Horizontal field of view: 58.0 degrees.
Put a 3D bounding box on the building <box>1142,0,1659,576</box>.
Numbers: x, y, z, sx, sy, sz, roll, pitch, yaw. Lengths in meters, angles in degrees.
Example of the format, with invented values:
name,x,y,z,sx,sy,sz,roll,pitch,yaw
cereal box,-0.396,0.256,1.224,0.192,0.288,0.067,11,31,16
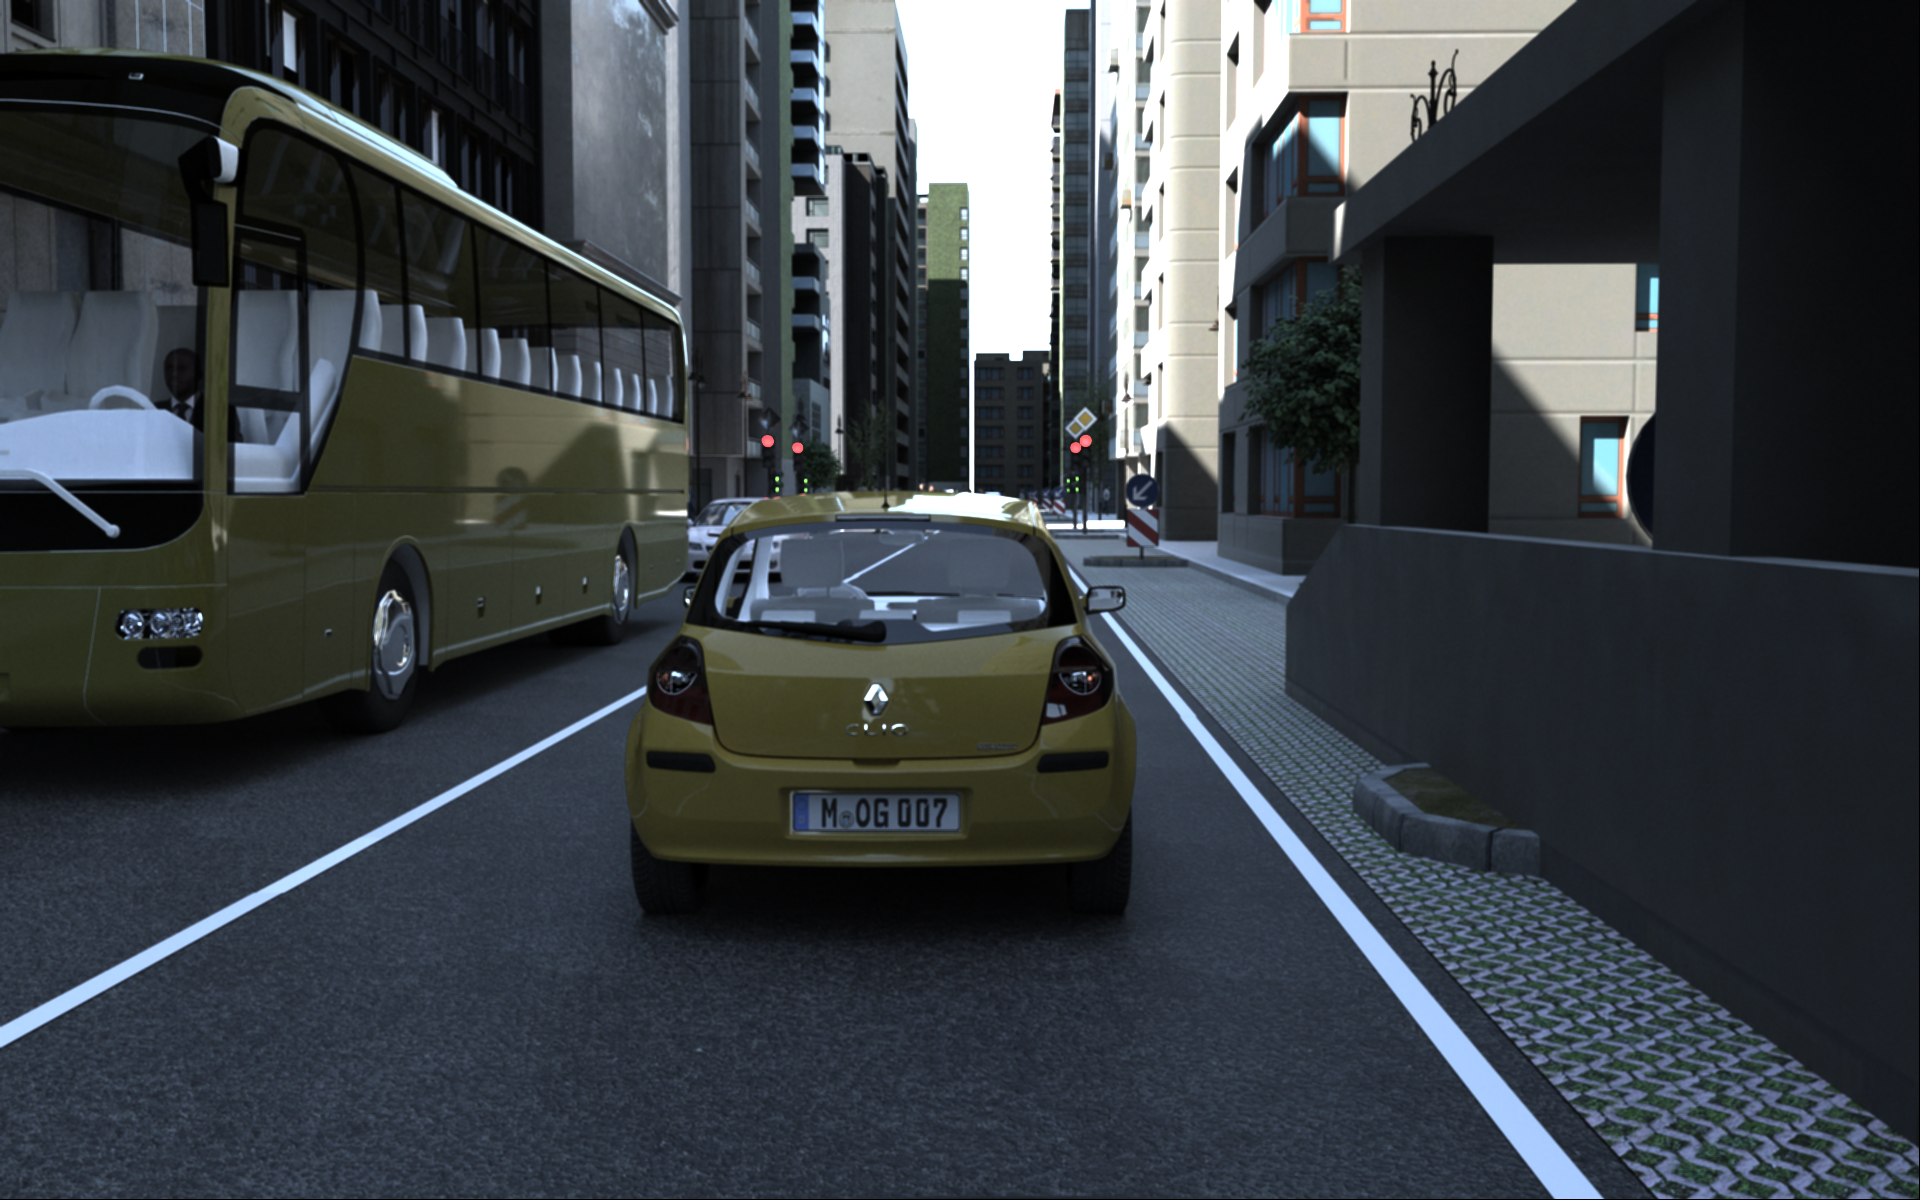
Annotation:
name,x,y,z,sx,sy,sz,roll,pitch,yaw
building,19.286,-11.965,40.667,27.650,21.520,28.899,0,4,2

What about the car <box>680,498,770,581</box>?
name,x,y,z,sx,sy,sz,roll,pitch,yaw
car,-3.694,-1.080,30.028,2.083,1.381,4.827,0,4,1

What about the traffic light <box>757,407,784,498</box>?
name,x,y,z,sx,sy,sz,roll,pitch,yaw
traffic light,-6.149,-4.103,56.008,0.839,4.253,0.868,0,4,2

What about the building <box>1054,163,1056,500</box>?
name,x,y,z,sx,sy,sz,roll,pitch,yaw
building,16.464,-29.383,164.001,14.154,41.232,14.086,0,4,2

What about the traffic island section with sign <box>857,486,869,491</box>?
name,x,y,z,sx,sy,sz,roll,pitch,yaw
traffic island section with sign,-4.965,-4.922,89.094,1.989,1.847,2.006,0,4,2

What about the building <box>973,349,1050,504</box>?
name,x,y,z,sx,sy,sz,roll,pitch,yaw
building,16.504,-23.946,236.558,28.899,21.520,27.650,0,4,2

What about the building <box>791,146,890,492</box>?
name,x,y,z,sx,sy,sz,roll,pitch,yaw
building,-13.453,-22.929,146.595,14.160,30.474,14.107,0,4,2

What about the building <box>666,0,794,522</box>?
name,x,y,z,sx,sy,sz,roll,pitch,yaw
building,-15.035,-23.930,74.856,14.154,41.232,14.086,0,4,2

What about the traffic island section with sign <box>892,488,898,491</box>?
name,x,y,z,sx,sy,sz,roll,pitch,yaw
traffic island section with sign,-4.231,-6.582,116.249,1.989,1.847,2.006,0,4,2

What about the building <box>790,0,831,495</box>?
name,x,y,z,sx,sy,sz,roll,pitch,yaw
building,-19.095,-48.772,110.093,22.319,86.520,31.000,0,4,2

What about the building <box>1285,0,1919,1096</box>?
name,x,y,z,sx,sy,sz,roll,pitch,yaw
building,18.233,-19.075,3.753,32.217,40.220,23.993,0,4,2

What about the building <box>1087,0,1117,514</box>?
name,x,y,z,sx,sy,sz,roll,pitch,yaw
building,19.710,-35.562,123.443,21.231,58.520,28.212,0,4,2

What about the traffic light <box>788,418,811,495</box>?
name,x,y,z,sx,sy,sz,roll,pitch,yaw
traffic light,-5.933,-4.591,63.990,0.839,4.253,0.868,0,4,2

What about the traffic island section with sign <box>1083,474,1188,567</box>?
name,x,y,z,sx,sy,sz,roll,pitch,yaw
traffic island section with sign,3.481,-1.591,34.644,1.989,1.847,2.006,0,4,2

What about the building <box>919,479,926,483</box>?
name,x,y,z,sx,sy,sz,roll,pitch,yaw
building,-18.951,-33.554,203.231,28.867,44.769,22.147,0,4,2

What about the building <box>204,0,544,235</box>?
name,x,y,z,sx,sy,sz,roll,pitch,yaw
building,-15.511,-12.260,30.132,12.332,23.373,15.834,0,4,2

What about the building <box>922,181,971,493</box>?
name,x,y,z,sx,sy,sz,roll,pitch,yaw
building,-5.604,-33.366,229.130,14.086,41.232,14.154,0,4,2

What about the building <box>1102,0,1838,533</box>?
name,x,y,z,sx,sy,sz,roll,pitch,yaw
building,18.818,-23.519,76.413,23.993,40.220,32.217,0,4,2

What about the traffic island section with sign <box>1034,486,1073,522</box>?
name,x,y,z,sx,sy,sz,roll,pitch,yaw
traffic island section with sign,4.945,-4.910,88.903,1.989,1.847,2.006,0,4,2

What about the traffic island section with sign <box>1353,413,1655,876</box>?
name,x,y,z,sx,sy,sz,roll,pitch,yaw
traffic island section with sign,2.747,0.083,7.275,1.989,1.847,2.006,0,4,2

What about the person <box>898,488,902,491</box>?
name,x,y,z,sx,sy,sz,roll,pitch,yaw
person,-3.334,-5.498,98.656,0.793,1.790,0.793,2,4,28

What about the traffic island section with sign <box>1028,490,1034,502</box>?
name,x,y,z,sx,sy,sz,roll,pitch,yaw
traffic island section with sign,5.675,-6.564,115.946,1.989,1.847,2.006,0,4,2

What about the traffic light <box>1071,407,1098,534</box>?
name,x,y,z,sx,sy,sz,roll,pitch,yaw
traffic light,4.009,-4.087,55.750,0.839,4.253,0.868,0,4,2

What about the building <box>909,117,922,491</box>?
name,x,y,z,sx,sy,sz,roll,pitch,yaw
building,-11.762,-30.534,182.825,14.154,41.232,14.086,0,4,2

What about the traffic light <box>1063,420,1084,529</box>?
name,x,y,z,sx,sy,sz,roll,pitch,yaw
traffic light,4.225,-4.576,63.733,0.839,4.253,0.868,0,4,2

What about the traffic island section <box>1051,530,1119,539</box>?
name,x,y,z,sx,sy,sz,roll,pitch,yaw
traffic island section,4.049,-2.054,55.863,2.009,0.180,2.903,0,4,2

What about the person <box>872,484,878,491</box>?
name,x,y,z,sx,sy,sz,roll,pitch,yaw
person,-3.055,-3.349,63.358,0.391,1.810,0.635,2,4,34

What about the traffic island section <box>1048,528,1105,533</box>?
name,x,y,z,sx,sy,sz,roll,pitch,yaw
traffic island section,4.264,-2.542,63.845,2.009,0.180,2.903,0,4,2

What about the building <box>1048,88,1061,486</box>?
name,x,y,z,sx,sy,sz,roll,pitch,yaw
building,20.651,-32.458,185.308,22.147,44.769,28.867,0,4,2

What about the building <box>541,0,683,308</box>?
name,x,y,z,sx,sy,sz,roll,pitch,yaw
building,-26.040,-14.063,49.021,34.723,24.649,14.460,0,4,2

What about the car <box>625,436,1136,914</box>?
name,x,y,z,sx,sy,sz,roll,pitch,yaw
car,-0.255,0.177,7.336,2.015,1.641,3.980,0,4,0

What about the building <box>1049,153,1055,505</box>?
name,x,y,z,sx,sy,sz,roll,pitch,yaw
building,17.728,-32.009,206.939,14.154,41.232,14.086,0,4,2

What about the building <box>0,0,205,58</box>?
name,x,y,z,sx,sy,sz,roll,pitch,yaw
building,-15.720,-11.839,11.588,12.078,24.808,19.932,0,4,2

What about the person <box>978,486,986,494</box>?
name,x,y,z,sx,sy,sz,roll,pitch,yaw
person,1.021,-4.233,78.056,0.623,1.781,0.721,2,4,24

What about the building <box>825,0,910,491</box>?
name,x,y,z,sx,sy,sz,roll,pitch,yaw
building,-16.058,-33.069,164.383,21.300,48.544,21.600,0,4,2

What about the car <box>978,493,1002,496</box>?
name,x,y,z,sx,sy,sz,roll,pitch,yaw
car,1.386,-4.405,81.612,1.945,1.707,3.694,0,4,2

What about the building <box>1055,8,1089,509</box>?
name,x,y,z,sx,sy,sz,roll,pitch,yaw
building,15.824,-28.520,149.902,14.154,41.232,14.086,0,4,2
